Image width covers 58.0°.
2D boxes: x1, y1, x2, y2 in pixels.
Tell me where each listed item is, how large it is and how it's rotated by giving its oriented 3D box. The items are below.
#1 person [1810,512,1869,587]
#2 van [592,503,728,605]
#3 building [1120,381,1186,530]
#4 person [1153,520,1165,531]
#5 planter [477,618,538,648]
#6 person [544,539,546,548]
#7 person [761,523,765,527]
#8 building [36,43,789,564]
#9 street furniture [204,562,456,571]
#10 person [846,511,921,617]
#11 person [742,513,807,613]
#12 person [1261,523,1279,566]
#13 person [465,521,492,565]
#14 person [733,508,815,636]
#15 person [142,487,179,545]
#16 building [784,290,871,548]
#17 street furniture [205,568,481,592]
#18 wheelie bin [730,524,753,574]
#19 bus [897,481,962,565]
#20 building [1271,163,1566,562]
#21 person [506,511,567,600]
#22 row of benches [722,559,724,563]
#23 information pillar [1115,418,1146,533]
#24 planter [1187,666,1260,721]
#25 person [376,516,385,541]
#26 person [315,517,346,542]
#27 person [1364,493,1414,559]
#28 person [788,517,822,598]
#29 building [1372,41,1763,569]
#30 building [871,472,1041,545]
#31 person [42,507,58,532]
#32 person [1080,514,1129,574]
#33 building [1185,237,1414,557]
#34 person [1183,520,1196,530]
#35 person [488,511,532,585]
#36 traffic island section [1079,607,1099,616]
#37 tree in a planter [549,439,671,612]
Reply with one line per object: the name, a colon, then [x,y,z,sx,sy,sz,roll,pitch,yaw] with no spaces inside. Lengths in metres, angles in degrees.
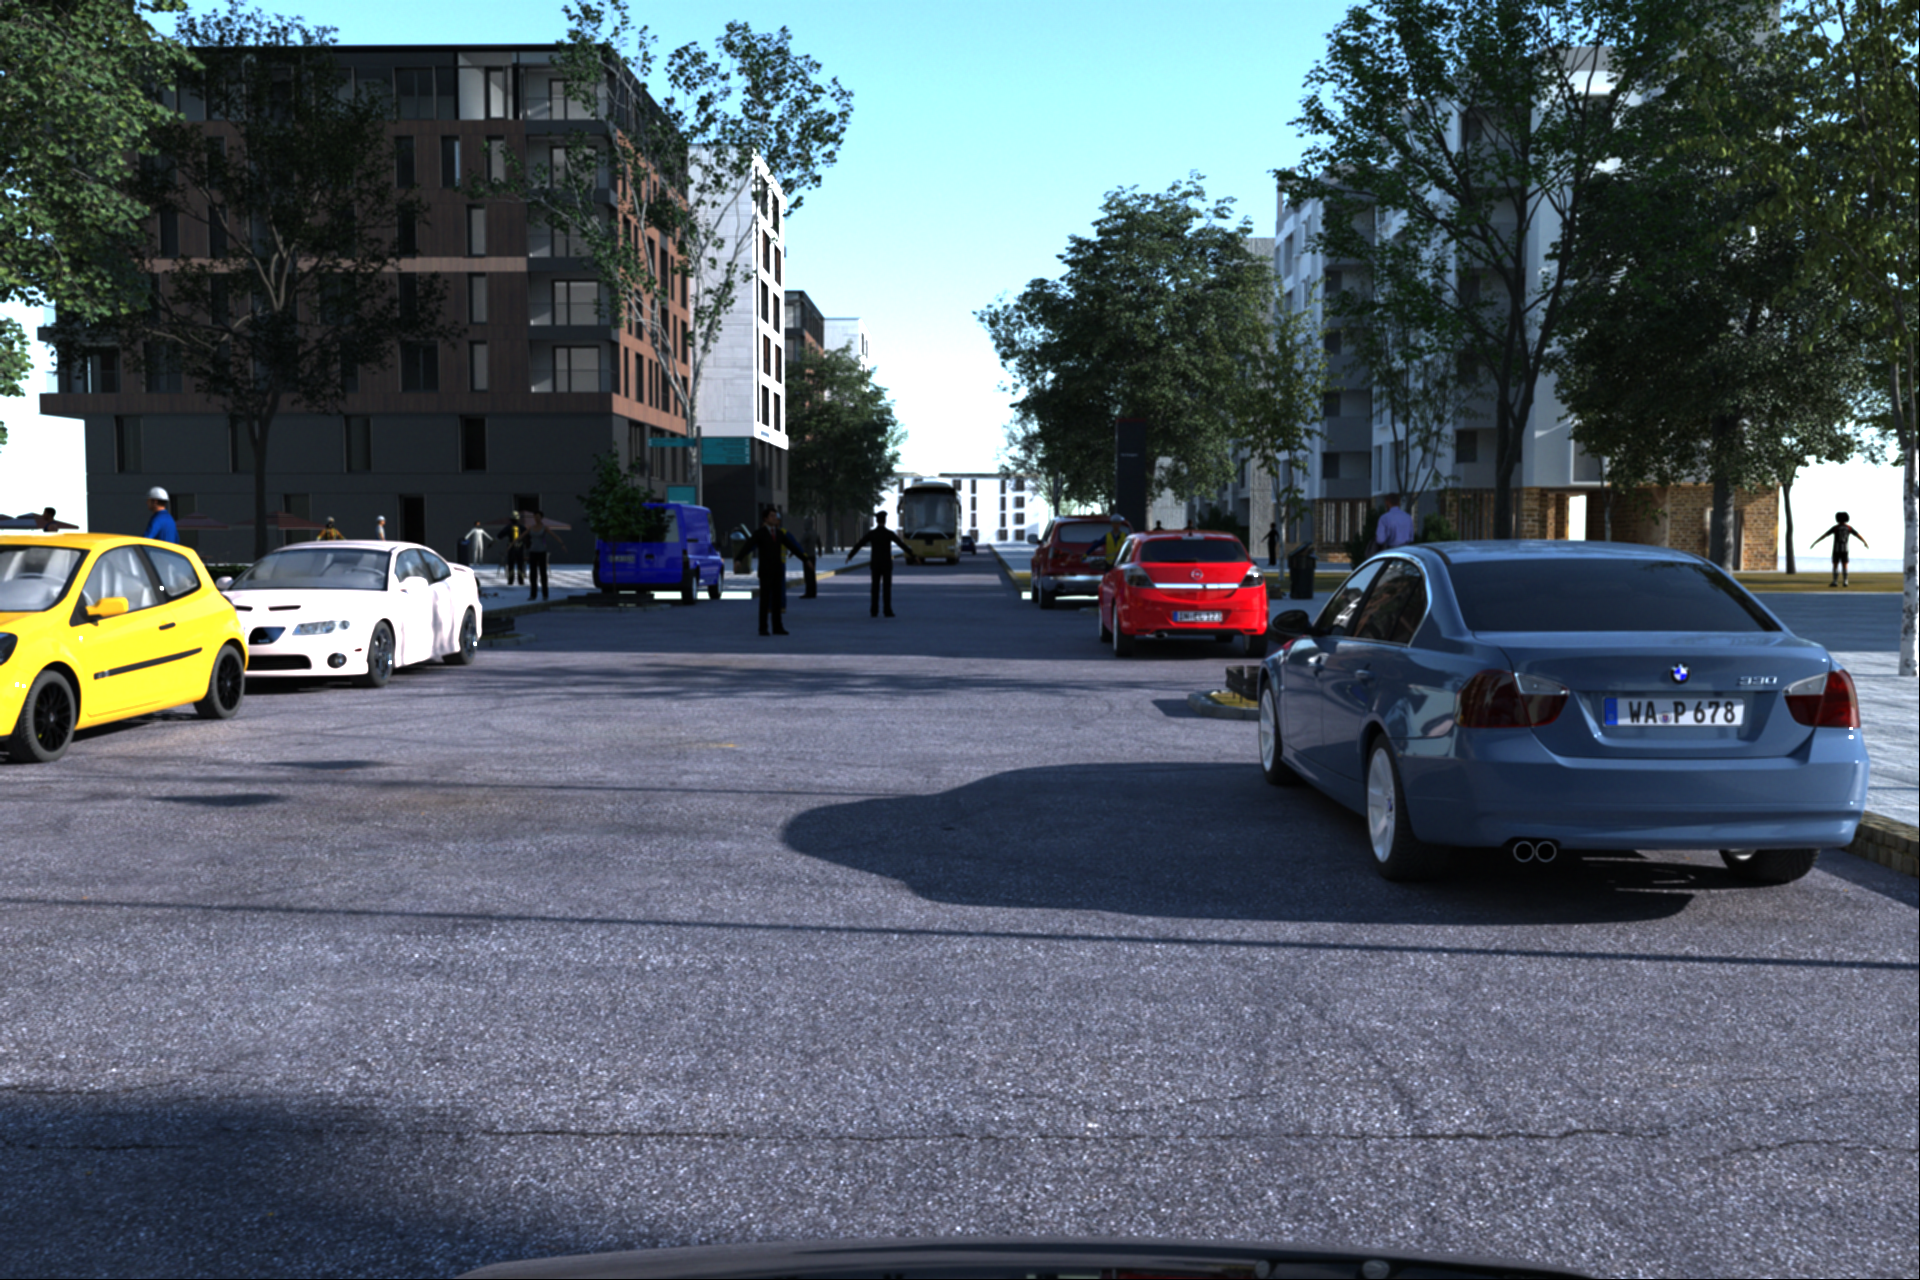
person: [21.417,-2.201,42.136,1.345,1.843,0.704,1,4,8]
van: [-6.258,-1.974,36.662,2.240,2.365,5.245,0,4,1]
building: [26.050,-19.015,177.356,16.747,18.905,31.486,0,4,1]
person: [7.645,-3.712,66.836,1.346,1.812,0.704,-1,4,-10]
planter: [-6.664,-0.098,22.745,1.991,0.319,1.994,0,4,1]
person: [-15.944,-3.496,66.418,0.599,1.433,0.991,-1,4,-15]
person: [-8.771,-4.352,77.427,0.705,1.796,1.348,0,4,2]
building: [-24.755,-14.991,89.079,27.936,21.610,32.646,0,4,1]
street furniture: [-18.672,-1.856,45.965,10.072,0.657,5.734,0,4,2]
person: [-1.354,-1.321,29.990,1.347,1.837,0.705,1,4,12]
person: [-3.361,-1.411,31.489,1.349,1.833,0.705,1,4,14]
person: [12.572,-3.876,70.086,1.216,1.740,0.721,-3,5,-45]
person: [-19.707,-3.952,70.808,1.347,1.806,0.705,-3,5,-39]
person: [-2.673,-0.975,24.578,1.347,1.806,0.705,-3,5,-39]
person: [-9.635,-0.911,20.782,0.705,1.842,1.347,0,4,-3]
building: [-23.362,-19.440,161.826,27.936,21.610,32.646,0,4,1]
street furniture: [-16.079,-1.407,38.639,10.072,0.657,5.734,0,4,-5]
wheelie bin: [-6.959,-2.900,55.326,0.693,1.594,0.980,0,4,1]
bus: [-1.274,-5.651,83.936,2.896,3.916,12.252,0,4,1]
building: [21.700,-14.317,90.508,16.016,20.090,11.380,0,4,1]
person: [-8.174,-1.630,33.467,1.217,1.737,0.721,0,4,5]
row of benches: [-8.498,-2.139,50.431,1.422,0.672,4.104,2,4,34]
information pillar: [3.838,-3.039,39.060,0.750,3.857,0.750,0,4,0]
planter: [2.898,0.428,14.144,1.991,0.319,1.994,0,4,0]
person: [-18.239,-2.984,54.638,0.705,1.847,1.347,-2,4,-23]
person: [-21.056,-3.191,57.945,0.705,1.858,1.354,2,4,33]
person: [5.809,-1.074,23.467,0.709,1.838,0.599,-1,4,-18]
person: [-3.387,-1.839,38.649,0.705,1.813,1.348,2,4,25]
building: [22.878,-13.247,73.002,16.016,20.090,11.380,0,4,1]
building: [-3.145,-17.700,233.993,28.070,9.664,9.099,0,4,-4]
person: [-17.822,-1.696,33.892,0.704,1.807,1.345,-2,4,-31]
person: [2.637,-1.249,29.335,1.216,1.772,0.721,0,4,7]
building: [24.792,-15.009,111.857,16.747,18.905,31.486,0,4,1]
person: [8.235,-3.415,62.062,1.346,1.802,0.704,1,4,14]
person: [-11.221,-2.320,43.709,1.354,1.856,0.705,-1,4,-15]
traffic island section: [3.146,-0.498,31.008,1.991,0.108,1.994,0,4,1]
tree in a planter: [-6.533,-2.166,32.636,1.991,3.239,1.994,0,4,1]
